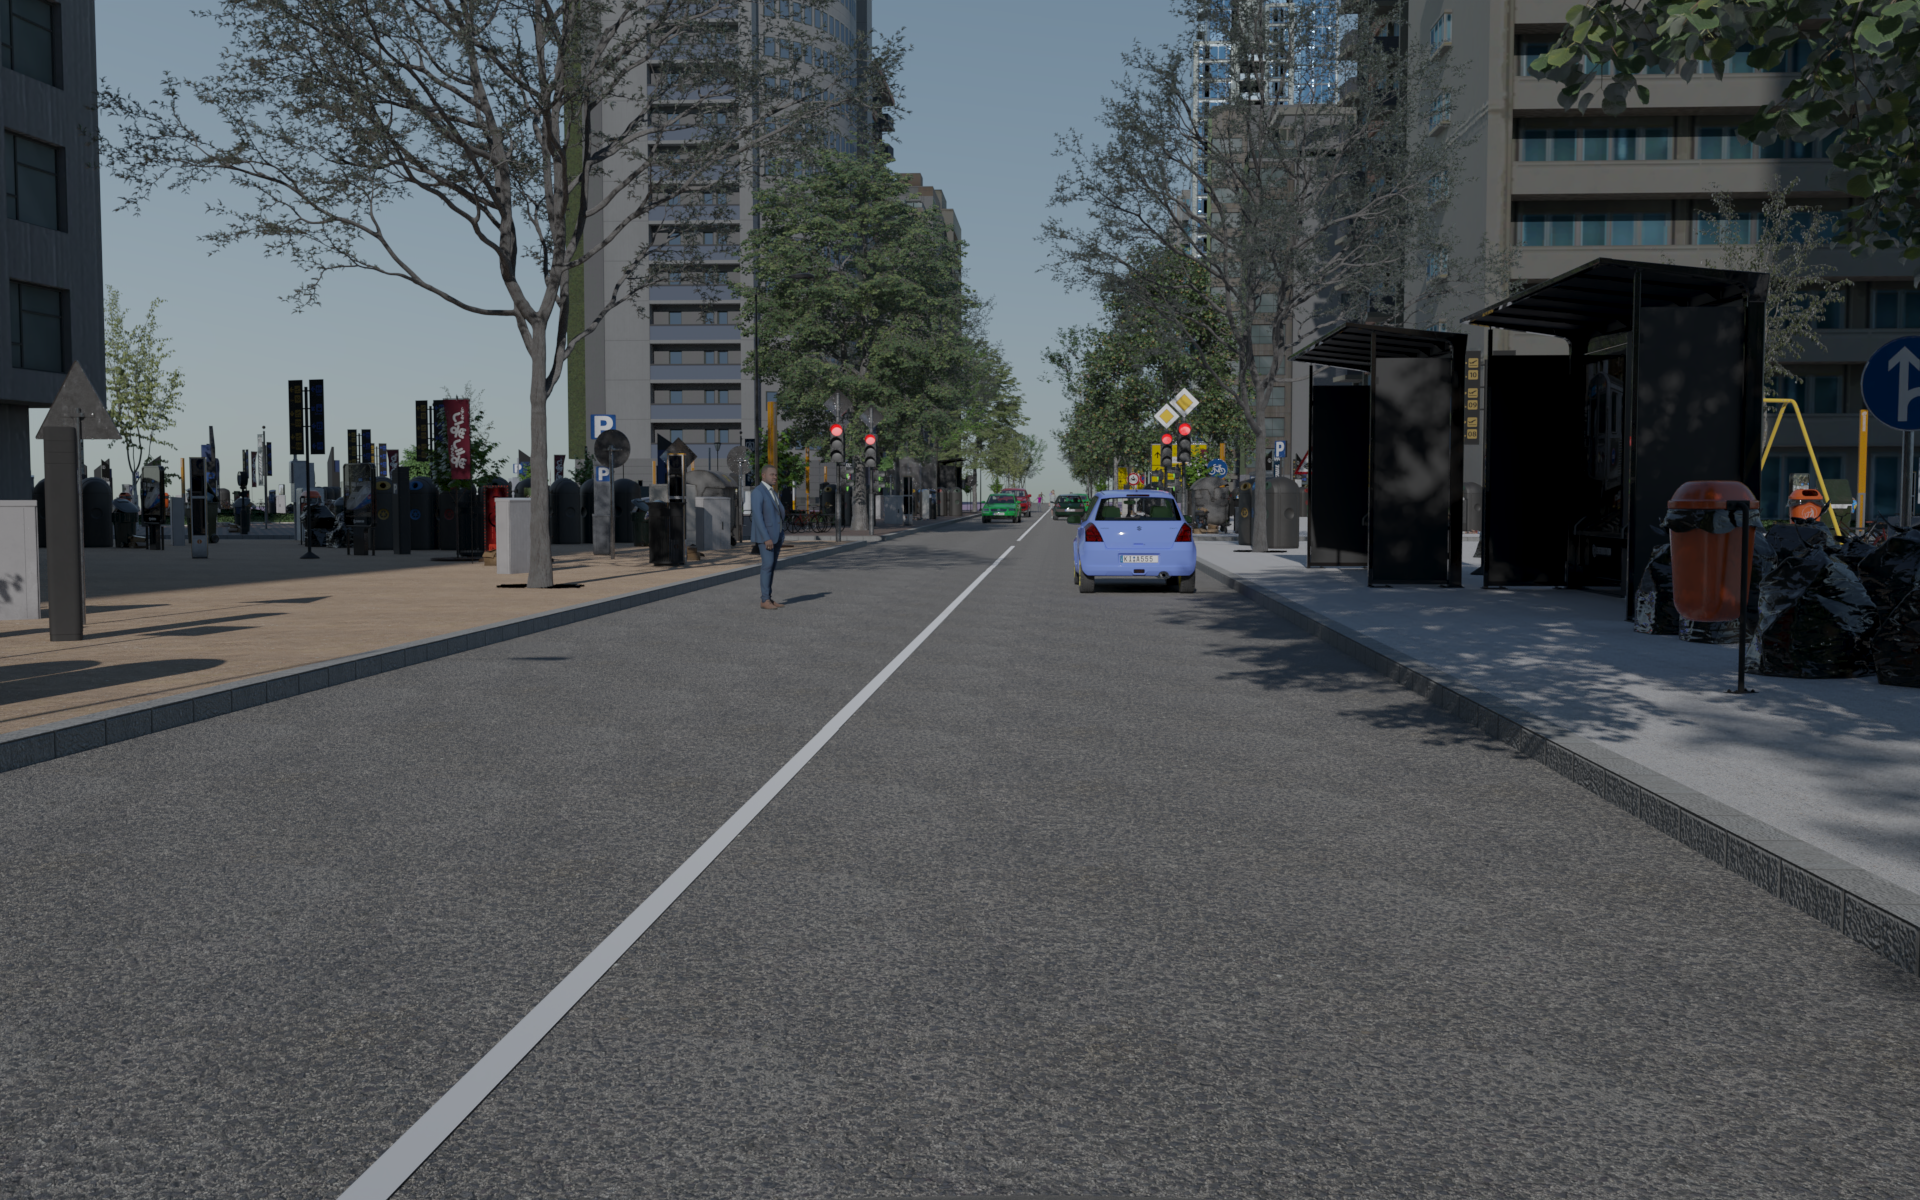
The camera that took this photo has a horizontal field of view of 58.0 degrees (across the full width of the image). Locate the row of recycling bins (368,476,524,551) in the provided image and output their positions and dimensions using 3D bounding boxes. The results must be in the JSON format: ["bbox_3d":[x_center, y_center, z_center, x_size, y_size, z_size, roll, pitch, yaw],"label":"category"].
[{"bbox_3d":[-11.972,-1.996,39.744,3.534,1.692,1.069,0,4,6],"label":"row of recycling bins"}]

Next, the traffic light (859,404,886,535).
[{"bbox_3d":[-2.762,-4.000,54.328,0.839,4.253,0.868,0,4,3],"label":"traffic light"}]

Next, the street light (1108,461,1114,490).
[{"bbox_3d":[8.806,-7.547,95.935,1.470,5.913,1.316,0,4,3],"label":"street light"}]

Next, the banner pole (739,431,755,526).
[{"bbox_3d":[-8.468,-4.815,68.742,0.863,3.779,0.401,1,4,15],"label":"banner pole"}]

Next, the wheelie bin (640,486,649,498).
[{"bbox_3d":[-12.557,-3.734,68.959,0.980,1.594,0.693,-1,4,-16],"label":"wheelie bin"}]

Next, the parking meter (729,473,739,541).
[{"bbox_3d":[-6.156,-2.539,47.222,0.255,1.863,0.399,0,4,0],"label":"parking meter"}]

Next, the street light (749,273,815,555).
[{"bbox_3d":[-3.752,-3.915,36.552,1.470,5.913,1.316,0,4,3],"label":"street light"}]

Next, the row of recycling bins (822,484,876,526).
[{"bbox_3d":[-4.499,-3.872,70.424,1.069,1.692,3.534,-2,4,-32],"label":"row of recycling bins"}]

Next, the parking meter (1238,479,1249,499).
[{"bbox_3d":[11.104,-3.796,67.768,0.399,1.863,0.255,0,4,-4],"label":"parking meter"}]

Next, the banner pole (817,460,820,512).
[{"bbox_3d":[-10.168,-8.282,125.422,0.401,3.779,0.863,0,4,-5],"label":"banner pole"}]

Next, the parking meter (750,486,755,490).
[{"bbox_3d":[-15.397,-7.523,128.709,0.399,1.863,0.255,1,4,14],"label":"parking meter"}]

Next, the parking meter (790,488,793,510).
[{"bbox_3d":[-12.060,-7.193,123.311,0.255,1.863,0.399,3,5,40],"label":"parking meter"}]

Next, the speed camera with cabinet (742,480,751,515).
[{"bbox_3d":[-13.413,-6.963,108.182,2.038,3.252,0.660,-3,5,-43],"label":"speed camera with cabinet"}]

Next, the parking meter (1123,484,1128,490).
[{"bbox_3d":[10.017,-6.012,104.014,0.399,1.863,0.255,0,4,-2],"label":"parking meter"}]

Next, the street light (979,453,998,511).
[{"bbox_3d":[2.112,-9.715,131.381,1.470,5.913,1.316,0,4,3],"label":"street light"}]

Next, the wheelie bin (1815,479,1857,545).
[{"bbox_3d":[18.363,-1.754,36.586,0.980,1.594,0.693,0,4,6],"label":"wheelie bin"}]

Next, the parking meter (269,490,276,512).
[{"bbox_3d":[-38.371,-5.399,96.680,0.372,1.533,0.369,0,3,0],"label":"parking meter"}]

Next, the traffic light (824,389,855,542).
[{"bbox_3d":[-3.245,-3.513,46.358,0.839,4.253,0.868,0,4,3],"label":"traffic light"}]

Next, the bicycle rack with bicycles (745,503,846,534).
[{"bbox_3d":[-5.080,-2.709,57.679,2.925,0.926,2.852,-3,4,-36],"label":"bicycle rack with bicycles"}]

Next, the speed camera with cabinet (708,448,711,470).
[{"bbox_3d":[-11.358,-4.874,74.028,2.038,3.252,0.660,2,4,30],"label":"speed camera with cabinet"}]

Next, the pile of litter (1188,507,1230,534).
[{"bbox_3d":[7.879,-2.572,56.017,1.719,0.858,1.176,1,4,15],"label":"pile of litter"}]

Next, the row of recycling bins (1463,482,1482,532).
[{"bbox_3d":[17.524,-3.281,60.765,1.069,1.692,3.534,0,4,-1],"label":"row of recycling bins"}]

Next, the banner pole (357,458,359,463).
[{"bbox_3d":[-41.791,-8.006,120.908,0.401,3.779,0.863,2,4,34],"label":"banner pole"}]

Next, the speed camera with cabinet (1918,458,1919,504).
[{"bbox_3d":[23.765,-2.911,41.935,0.660,3.252,2.038,3,5,42],"label":"speed camera with cabinet"}]

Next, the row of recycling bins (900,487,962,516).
[{"bbox_3d":[-1.588,-5.753,101.179,3.534,1.692,1.069,1,4,10],"label":"row of recycling bins"}]

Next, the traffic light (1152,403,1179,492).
[{"bbox_3d":[6.384,-3.968,53.791,0.839,4.253,0.868,0,4,3],"label":"traffic light"}]

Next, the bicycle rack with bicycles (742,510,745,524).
[{"bbox_3d":[-7.753,-3.678,73.521,2.852,0.926,2.925,3,4,36],"label":"bicycle rack with bicycles"}]

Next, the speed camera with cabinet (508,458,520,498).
[{"bbox_3d":[-24.641,-6.155,94.971,0.660,3.252,2.038,-2,4,-35],"label":"speed camera with cabinet"}]

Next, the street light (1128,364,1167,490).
[{"bbox_3d":[6.832,-5.479,62.126,1.470,5.913,1.316,0,4,3],"label":"street light"}]

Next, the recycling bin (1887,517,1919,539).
[{"bbox_3d":[10.833,-0.408,19.221,0.722,1.027,0.722,-1,4,-16],"label":"recycling bin"}]

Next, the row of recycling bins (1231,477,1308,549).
[{"bbox_3d":[7.543,-2.145,42.180,1.069,1.692,3.534,0,4,-2],"label":"row of recycling bins"}]

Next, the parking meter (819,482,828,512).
[{"bbox_3d":[-6.564,-4.757,83.483,0.399,1.863,0.255,-3,5,-42],"label":"parking meter"}]

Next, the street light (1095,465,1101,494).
[{"bbox_3d":[11.450,-10.221,139.651,1.470,5.913,1.316,0,4,3],"label":"street light"}]

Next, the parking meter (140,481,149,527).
[{"bbox_3d":[-31.970,-3.813,68.047,0.255,1.863,0.399,1,4,18],"label":"parking meter"}]

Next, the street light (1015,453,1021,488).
[{"bbox_3d":[6.016,-13.711,196.710,1.470,5.913,1.316,0,4,3],"label":"street light"}]

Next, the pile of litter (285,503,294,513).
[{"bbox_3d":[-32.193,-4.197,82.583,1.176,0.858,1.719,1,4,21],"label":"pile of litter"}]

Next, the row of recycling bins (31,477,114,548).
[{"bbox_3d":[-22.219,-2.115,41.697,3.534,1.692,1.069,0,4,-2],"label":"row of recycling bins"}]

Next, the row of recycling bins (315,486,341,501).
[{"bbox_3d":[-46.649,-7.278,126.102,3.534,1.692,1.069,1,4,12],"label":"row of recycling bins"}]

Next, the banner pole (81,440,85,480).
[{"bbox_3d":[-29.474,-4.131,57.556,0.401,3.779,0.863,2,4,34],"label":"banner pole"}]

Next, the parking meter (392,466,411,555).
[{"bbox_3d":[-11.890,-1.905,36.855,0.255,1.863,0.399,-3,5,-40],"label":"parking meter"}]

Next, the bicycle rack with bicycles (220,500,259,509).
[{"bbox_3d":[-48.631,-6.196,114.688,2.852,0.926,2.925,3,5,44],"label":"bicycle rack with bicycles"}]

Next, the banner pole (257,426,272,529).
[{"bbox_3d":[-25.578,-4.496,63.519,0.401,3.779,0.863,-3,5,-43],"label":"banner pole"}]

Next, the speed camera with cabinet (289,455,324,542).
[{"bbox_3d":[-17.804,-3.234,47.213,0.660,3.252,2.038,-2,4,-29],"label":"speed camera with cabinet"}]

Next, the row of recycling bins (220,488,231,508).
[{"bbox_3d":[-51.022,-6.880,119.598,1.069,1.692,3.534,-2,4,-31],"label":"row of recycling bins"}]

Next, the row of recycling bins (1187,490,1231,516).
[{"bbox_3d":[15.177,-5.844,102.667,3.534,1.692,1.069,0,4,-6],"label":"row of recycling bins"}]

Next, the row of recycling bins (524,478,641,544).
[{"bbox_3d":[-9.814,-2.305,44.793,3.534,1.692,1.069,-3,5,-43],"label":"row of recycling bins"}]

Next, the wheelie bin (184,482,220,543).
[{"bbox_3d":[-19.707,-2.269,45.008,0.980,1.594,0.693,2,4,32],"label":"wheelie bin"}]

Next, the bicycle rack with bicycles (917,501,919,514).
[{"bbox_3d":[-1.876,-5.757,107.507,2.852,0.926,2.925,1,4,9],"label":"bicycle rack with bicycles"}]

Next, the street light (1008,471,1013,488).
[{"bbox_3d":[4.057,-11.715,164.087,1.470,5.913,1.316,0,4,3],"label":"street light"}]

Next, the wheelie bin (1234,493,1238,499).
[{"bbox_3d":[15.457,-5.354,95.438,0.693,1.594,0.980,1,4,9],"label":"wheelie bin"}]

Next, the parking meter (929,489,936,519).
[{"bbox_3d":[-1.384,-4.848,87.681,0.372,1.533,0.369,0,3,0],"label":"parking meter"}]

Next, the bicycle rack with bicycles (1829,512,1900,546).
[{"bbox_3d":[17.889,-1.230,33.486,2.925,0.926,2.852,-1,4,-12],"label":"bicycle rack with bicycles"}]

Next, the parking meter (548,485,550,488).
[{"bbox_3d":[-27.303,-6.660,114.598,0.255,1.863,0.399,-3,5,-41],"label":"parking meter"}]

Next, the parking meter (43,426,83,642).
[{"bbox_3d":[-7.870,-0.581,15.204,0.255,1.863,0.399,-2,4,-25],"label":"parking meter"}]

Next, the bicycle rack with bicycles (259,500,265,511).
[{"bbox_3d":[-52.608,-7.229,131.583,2.925,0.926,2.852,-2,4,-35],"label":"bicycle rack with bicycles"}]

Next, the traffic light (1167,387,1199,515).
[{"bbox_3d":[5.900,-3.480,45.821,0.839,4.253,0.868,0,4,3],"label":"traffic light"}]
